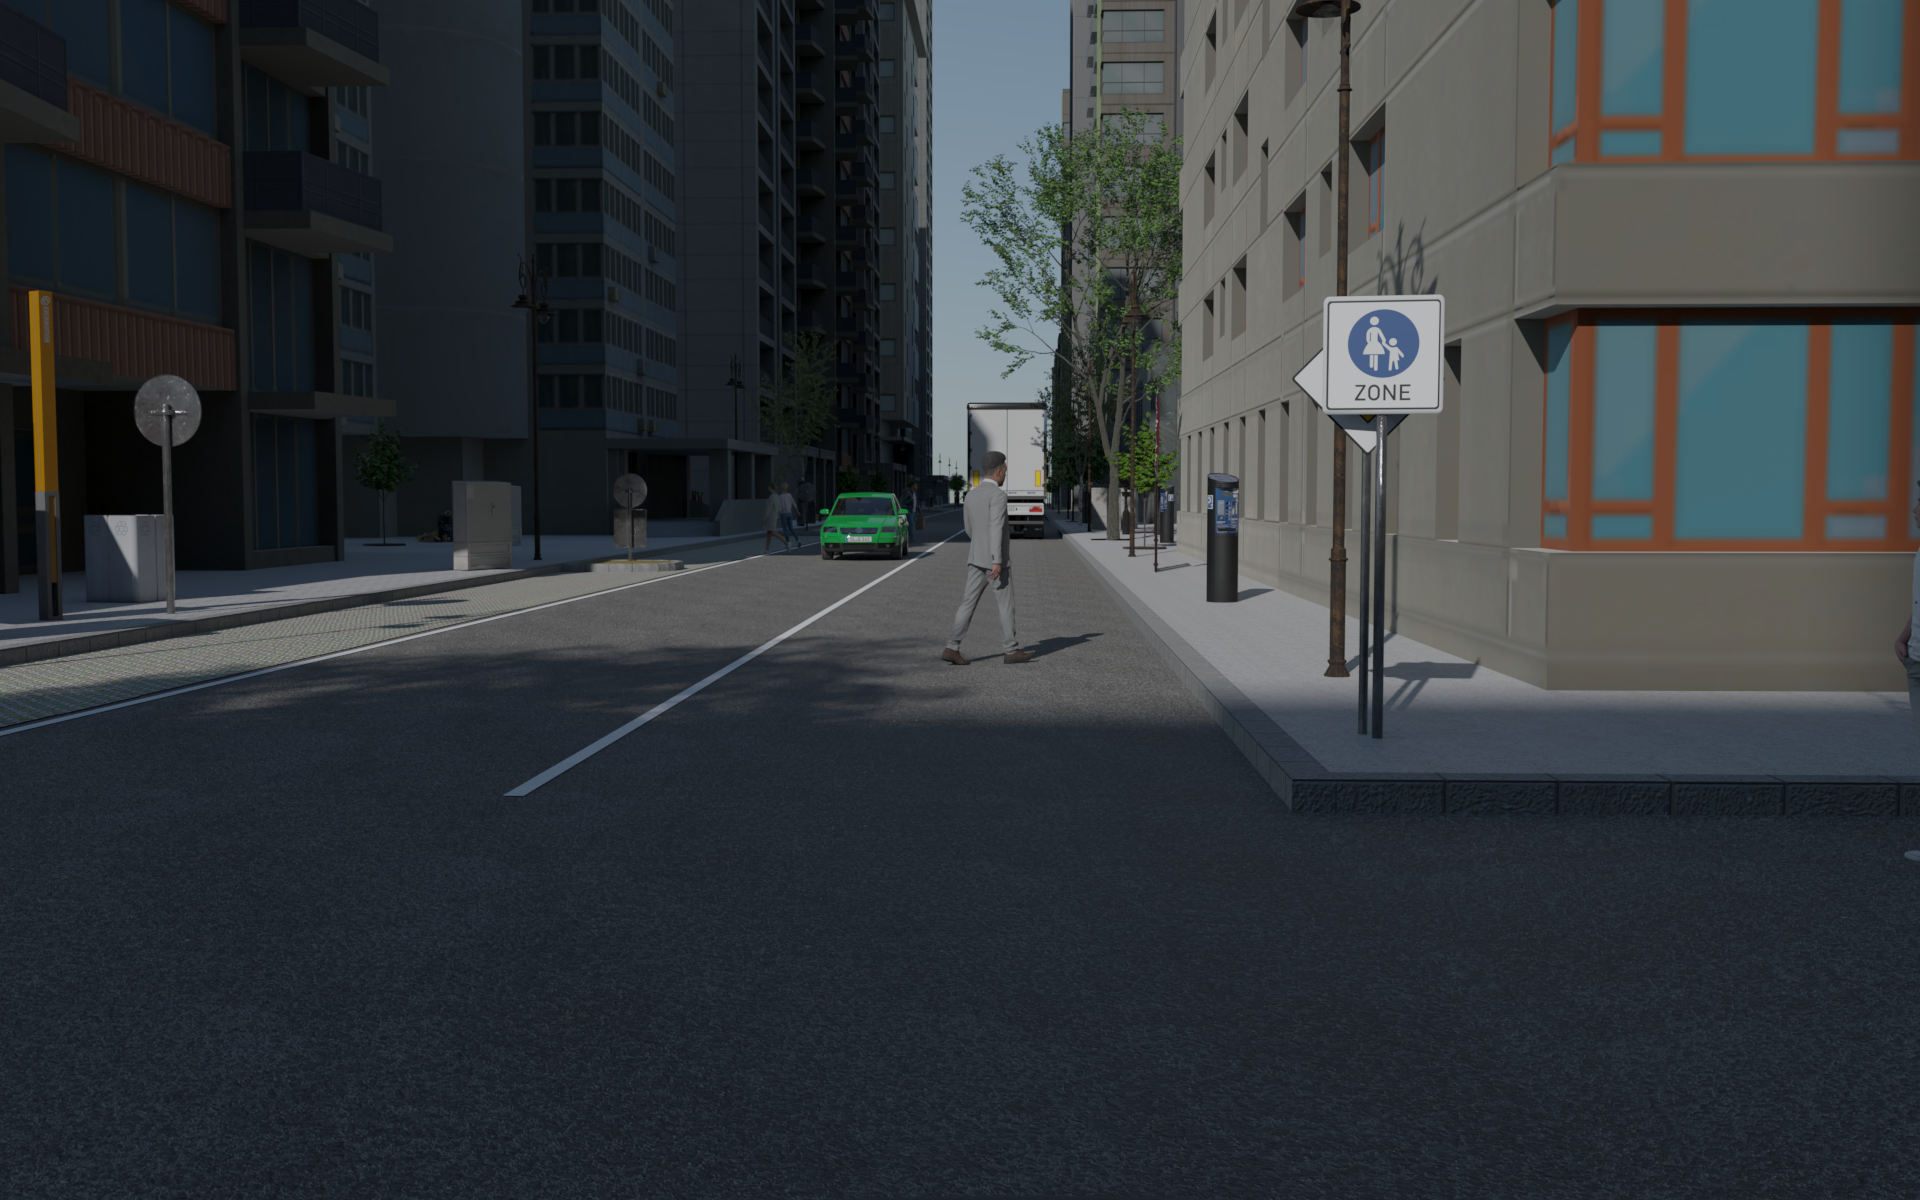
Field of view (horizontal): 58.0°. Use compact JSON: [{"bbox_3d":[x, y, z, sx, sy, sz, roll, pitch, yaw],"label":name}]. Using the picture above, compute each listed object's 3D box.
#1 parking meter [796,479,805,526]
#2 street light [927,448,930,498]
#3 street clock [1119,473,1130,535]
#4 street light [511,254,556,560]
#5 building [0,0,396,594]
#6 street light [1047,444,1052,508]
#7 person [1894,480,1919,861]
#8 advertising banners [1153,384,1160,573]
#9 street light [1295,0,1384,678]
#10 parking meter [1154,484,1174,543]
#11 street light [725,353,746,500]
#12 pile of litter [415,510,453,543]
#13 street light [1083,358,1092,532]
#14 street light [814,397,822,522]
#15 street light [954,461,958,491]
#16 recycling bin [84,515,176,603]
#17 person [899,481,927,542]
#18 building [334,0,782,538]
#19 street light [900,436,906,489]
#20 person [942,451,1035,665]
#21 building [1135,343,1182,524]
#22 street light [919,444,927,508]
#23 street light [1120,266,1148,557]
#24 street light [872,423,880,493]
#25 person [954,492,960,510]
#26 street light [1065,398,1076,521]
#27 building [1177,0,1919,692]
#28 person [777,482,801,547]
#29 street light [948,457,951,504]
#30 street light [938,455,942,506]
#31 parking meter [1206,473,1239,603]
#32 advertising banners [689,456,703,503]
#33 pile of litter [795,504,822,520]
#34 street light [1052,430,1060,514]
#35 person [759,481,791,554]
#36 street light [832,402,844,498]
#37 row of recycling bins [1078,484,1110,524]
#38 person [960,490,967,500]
[{"bbox_3d":[-6.357,-3.876,69.077,0.255,1.863,0.399,-1,4,-21],"label":"parking meter"},{"bbox_3d":[-3.107,-12.034,169.543,0.468,5.910,1.993,0,4,2],"label":"street light"},{"bbox_3d":[5.255,-3.068,54.730,0.471,2.002,0.358,3,4,36],"label":"street clock"},{"bbox_3d":[-8.211,-3.713,33.495,0.468,5.910,1.993,0,4,2],"label":"street light"},{"bbox_3d":[-21.726,-22.586,23.912,22.147,44.769,28.867,0,4,2],"label":"building"},{"bbox_3d":[7.347,-10.026,136.715,0.468,5.910,1.993,0,4,2],"label":"street light"},{"bbox_3d":[3.821,0.273,6.641,0.523,1.515,0.503,-2,4,-34],"label":"person"},{"bbox_3d":[3.248,-1.984,28.618,0.090,3.025,2.074,0,4,6],"label":"advertising banners"},{"bbox_3d":[2.654,-2.399,12.016,0.468,5.910,1.993,0,4,2],"label":"street light"},{"bbox_3d":[5.432,-2.264,45.431,0.372,1.533,0.369,0,3,0],"label":"parking meter"},{"bbox_3d":[-7.357,-5.149,56.966,0.468,5.910,1.993,0,4,2],"label":"street light"},{"bbox_3d":[-14.034,-1.982,46.375,1.176,0.858,1.719,0,4,5],"label":"pile of litter"},{"bbox_3d":[4.394,-5.254,58.693,0.468,5.910,1.993,0,4,2],"label":"street light"},{"bbox_3d":[-6.496,-6.567,80.151,0.468,5.910,1.993,0,4,2],"label":"street light"},{"bbox_3d":[-0.500,-16.356,240.213,0.468,5.910,1.993,0,4,2],"label":"street light"},{"bbox_3d":[-9.951,-0.503,20.772,0.722,1.027,0.722,1,4,14],"label":"recycling bin"},{"bbox_3d":[-1.388,-2.620,51.321,0.794,1.824,0.713,-3,5,-41],"label":"person"},{"bbox_3d":[-23.062,-22.423,58.491,32.217,40.220,23.993,0,4,2],"label":"building"},{"bbox_3d":[-4.418,-9.859,133.982,0.468,5.910,1.993,0,4,2],"label":"street light"},{"bbox_3d":[0.226,-0.353,14.552,0.850,1.792,0.678,-2,4,-35],"label":"person"},{"bbox_3d":[19.130,-46.101,66.425,22.319,86.520,31.000,0,4,2],"label":"building"},{"bbox_3d":[-3.555,-11.294,157.446,0.468,5.910,1.993,0,4,2],"label":"street light"},{"bbox_3d":[3.515,-3.817,35.201,0.468,5.910,1.993,0,4,2],"label":"street light"},{"bbox_3d":[-5.308,-8.441,110.799,0.468,5.910,1.993,0,4,2],"label":"street light"},{"bbox_3d":[-0.313,-9.069,158.250,0.593,1.643,0.415,-2,4,-31],"label":"person"},{"bbox_3d":[5.416,-6.735,82.906,0.468,5.910,1.993,0,4,2],"label":"street light"},{"bbox_3d":[18.787,-10.940,23.904,28.899,21.520,27.650,0,4,2],"label":"building"},{"bbox_3d":[-4.504,-2.275,46.362,0.598,1.740,0.731,2,4,29],"label":"person"},{"bbox_3d":[-1.315,-14.927,216.836,0.468,5.910,1.993,0,4,2],"label":"street light"},{"bbox_3d":[-2.237,-13.509,193.654,0.468,5.910,1.993,0,4,2],"label":"street light"},{"bbox_3d":[3.120,-0.744,20.573,0.372,1.533,0.369,0,3,0],"label":"parking meter"},{"bbox_3d":[-11.713,-4.900,76.310,0.090,3.025,2.074,1,4,11],"label":"advertising banners"},{"bbox_3d":[-7.240,-4.305,84.345,1.719,0.858,1.176,2,4,26],"label":"pile of litter"},{"bbox_3d":[6.486,-8.608,113.531,0.468,5.910,1.993,0,4,2],"label":"street light"},{"bbox_3d":[-4.404,-1.950,41.137,0.760,1.731,0.466,-1,4,-23],"label":"person"},{"bbox_3d":[-6.162,-7.004,87.299,0.468,5.910,1.993,0,4,2],"label":"street light"},{"bbox_3d":[5.974,-4.151,74.977,1.069,1.692,3.534,-1,4,-12],"label":"row of recycling bins"},{"bbox_3d":[0.611,-8.094,140.858,1.348,1.821,0.705,-1,4,-10],"label":"person"}]
